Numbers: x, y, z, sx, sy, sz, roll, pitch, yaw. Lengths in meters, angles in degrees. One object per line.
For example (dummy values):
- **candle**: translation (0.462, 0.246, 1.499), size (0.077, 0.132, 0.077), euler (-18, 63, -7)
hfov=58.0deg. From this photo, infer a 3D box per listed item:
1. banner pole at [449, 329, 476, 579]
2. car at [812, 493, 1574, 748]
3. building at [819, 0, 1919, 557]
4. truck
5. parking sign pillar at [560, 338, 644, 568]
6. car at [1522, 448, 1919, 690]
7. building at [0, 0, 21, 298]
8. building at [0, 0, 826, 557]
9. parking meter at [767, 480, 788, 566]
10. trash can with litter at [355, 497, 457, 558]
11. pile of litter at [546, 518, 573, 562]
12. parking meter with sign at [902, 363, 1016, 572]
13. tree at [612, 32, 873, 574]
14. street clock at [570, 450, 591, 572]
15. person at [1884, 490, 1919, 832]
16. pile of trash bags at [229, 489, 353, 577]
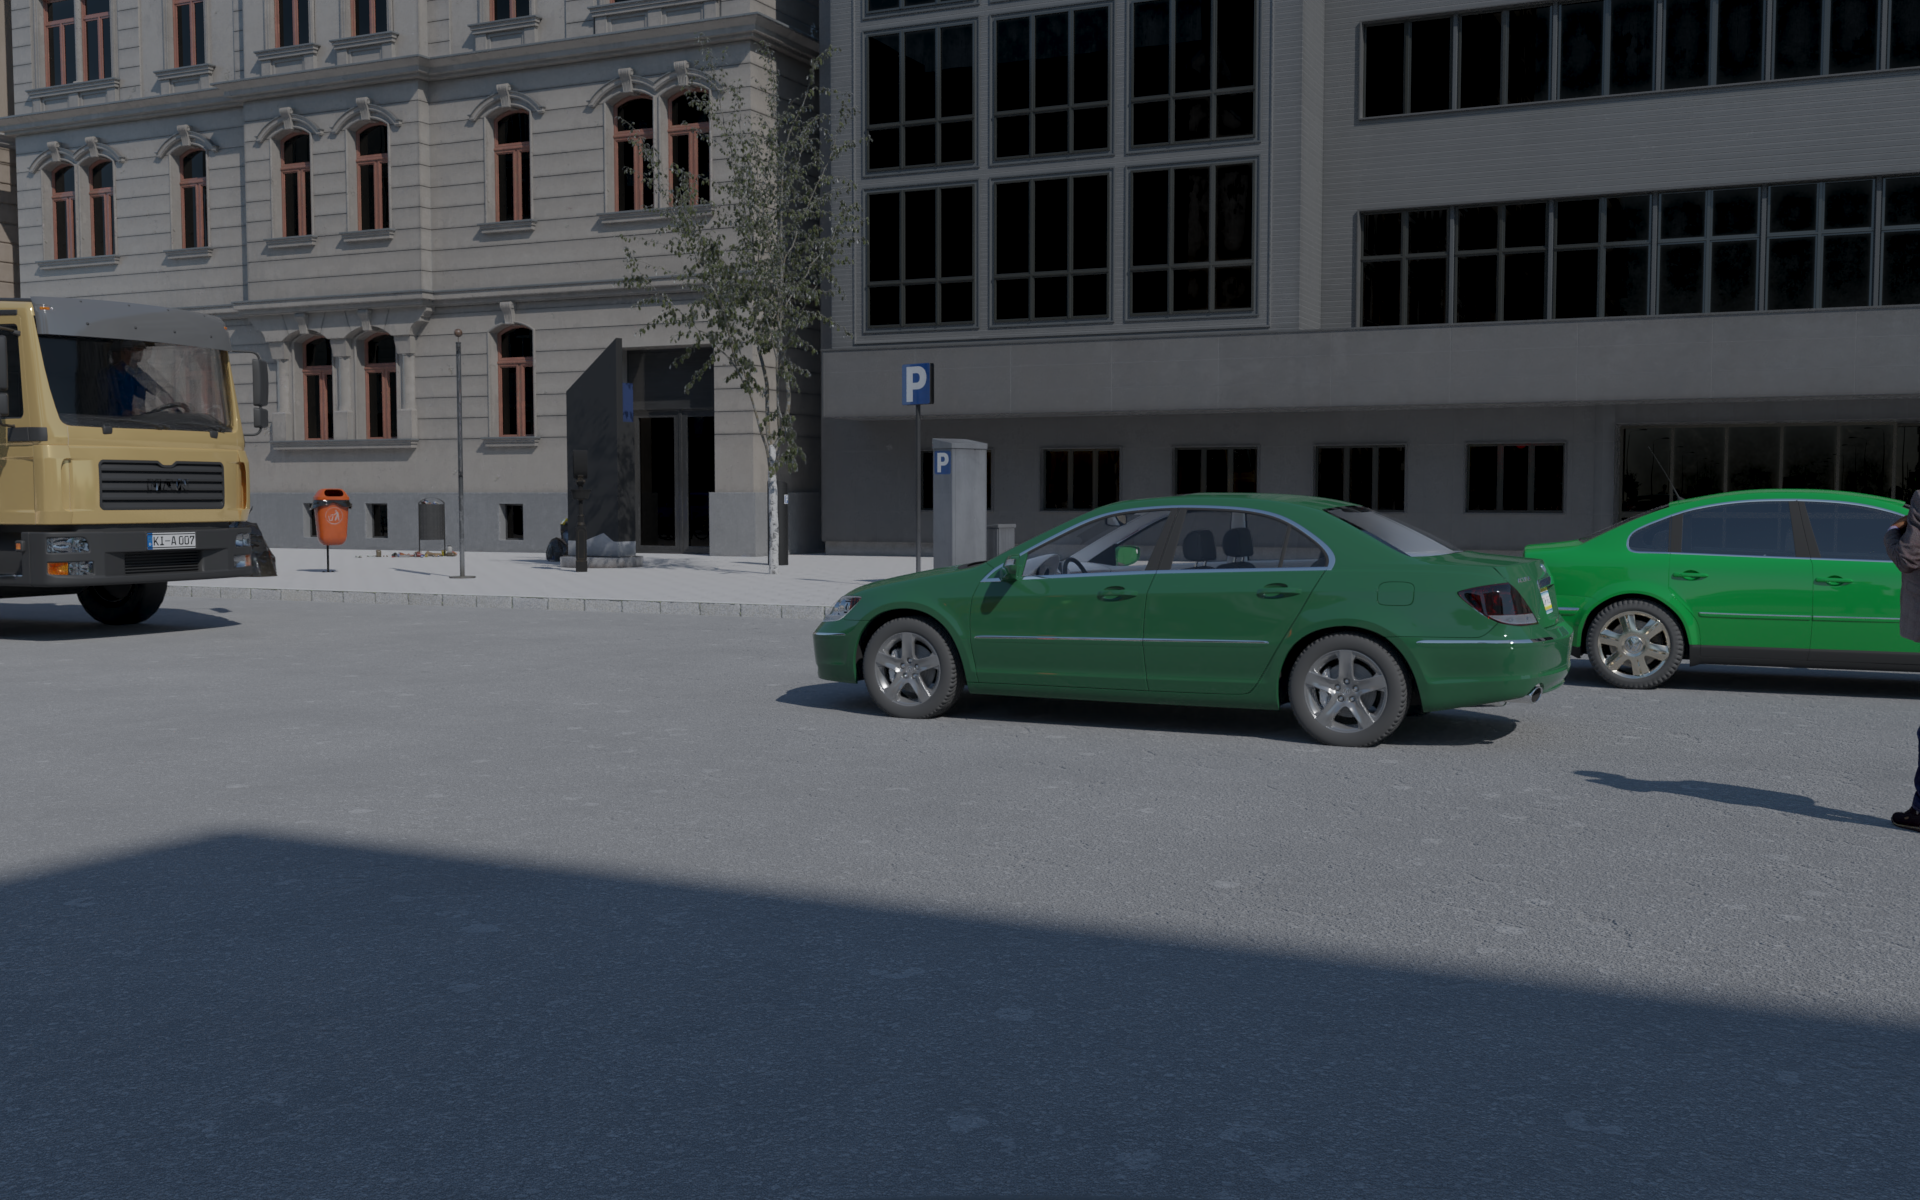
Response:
- **banner pole**: translation (-7.529, -2.207, 26.105), size (0.401, 3.779, 0.863), euler (-1, 4, -17)
- **car**: translation (1.348, 0.039, 11.166), size (4.920, 1.459, 2.131), euler (2, 4, 26)
- **building**: translation (12.926, -13.146, 34.002), size (30.058, 24.678, 14.314), euler (2, 4, 25)
- **truck**: translation (-11.609, -1.404, 18.885), size (9.791, 3.379, 3.469), euler (2, 4, 23)
- **parking sign pillar**: translation (-6.325, -2.569, 30.478), size (1.447, 3.967, 1.447), euler (3, 4, 36)
- **car**: translation (6.517, -0.247, 12.834), size (4.718, 1.807, 1.959), euler (2, 4, 25)
- **building**: translation (-32.082, -16.402, 54.077), size (20.117, 28.700, 13.634), euler (2, 4, 25)
- **building**: translation (-11.554, -15.744, 44.803), size (23.554, 28.519, 14.401), euler (2, 4, 25)
- **parking meter**: translation (-3.282, -1.394, 31.197), size (0.372, 1.533, 0.369), euler (0, 3, 0)
- **trash can with litter**: translation (-11.247, -1.495, 35.508), size (2.233, 1.210, 1.678), euler (-1, 4, -23)
- **pile of litter**: translation (-7.299, -1.196, 33.515), size (1.176, 0.858, 1.719), euler (3, 5, 42)
- **parking meter with sign**: translation (0.026, -1.685, 23.803), size (1.738, 3.016, 0.543), euler (-3, 5, -45)
- **tree**: translation (-3.166, -4.707, 27.326), size (4.360, 8.622, 3.978), euler (0, 3, 0)
- **street clock**: translation (-6.236, -1.462, 28.482), size (0.358, 2.002, 0.471), euler (-1, 4, -14)
- **person**: translation (4.247, 0.124, 7.291), size (0.655, 1.722, 0.431), euler (2, 4, 28)
- **pile of trash bags**: translation (-11.369, -1.077, 27.360), size (3.447, 1.369, 1.912), euler (-3, 4, -36)
